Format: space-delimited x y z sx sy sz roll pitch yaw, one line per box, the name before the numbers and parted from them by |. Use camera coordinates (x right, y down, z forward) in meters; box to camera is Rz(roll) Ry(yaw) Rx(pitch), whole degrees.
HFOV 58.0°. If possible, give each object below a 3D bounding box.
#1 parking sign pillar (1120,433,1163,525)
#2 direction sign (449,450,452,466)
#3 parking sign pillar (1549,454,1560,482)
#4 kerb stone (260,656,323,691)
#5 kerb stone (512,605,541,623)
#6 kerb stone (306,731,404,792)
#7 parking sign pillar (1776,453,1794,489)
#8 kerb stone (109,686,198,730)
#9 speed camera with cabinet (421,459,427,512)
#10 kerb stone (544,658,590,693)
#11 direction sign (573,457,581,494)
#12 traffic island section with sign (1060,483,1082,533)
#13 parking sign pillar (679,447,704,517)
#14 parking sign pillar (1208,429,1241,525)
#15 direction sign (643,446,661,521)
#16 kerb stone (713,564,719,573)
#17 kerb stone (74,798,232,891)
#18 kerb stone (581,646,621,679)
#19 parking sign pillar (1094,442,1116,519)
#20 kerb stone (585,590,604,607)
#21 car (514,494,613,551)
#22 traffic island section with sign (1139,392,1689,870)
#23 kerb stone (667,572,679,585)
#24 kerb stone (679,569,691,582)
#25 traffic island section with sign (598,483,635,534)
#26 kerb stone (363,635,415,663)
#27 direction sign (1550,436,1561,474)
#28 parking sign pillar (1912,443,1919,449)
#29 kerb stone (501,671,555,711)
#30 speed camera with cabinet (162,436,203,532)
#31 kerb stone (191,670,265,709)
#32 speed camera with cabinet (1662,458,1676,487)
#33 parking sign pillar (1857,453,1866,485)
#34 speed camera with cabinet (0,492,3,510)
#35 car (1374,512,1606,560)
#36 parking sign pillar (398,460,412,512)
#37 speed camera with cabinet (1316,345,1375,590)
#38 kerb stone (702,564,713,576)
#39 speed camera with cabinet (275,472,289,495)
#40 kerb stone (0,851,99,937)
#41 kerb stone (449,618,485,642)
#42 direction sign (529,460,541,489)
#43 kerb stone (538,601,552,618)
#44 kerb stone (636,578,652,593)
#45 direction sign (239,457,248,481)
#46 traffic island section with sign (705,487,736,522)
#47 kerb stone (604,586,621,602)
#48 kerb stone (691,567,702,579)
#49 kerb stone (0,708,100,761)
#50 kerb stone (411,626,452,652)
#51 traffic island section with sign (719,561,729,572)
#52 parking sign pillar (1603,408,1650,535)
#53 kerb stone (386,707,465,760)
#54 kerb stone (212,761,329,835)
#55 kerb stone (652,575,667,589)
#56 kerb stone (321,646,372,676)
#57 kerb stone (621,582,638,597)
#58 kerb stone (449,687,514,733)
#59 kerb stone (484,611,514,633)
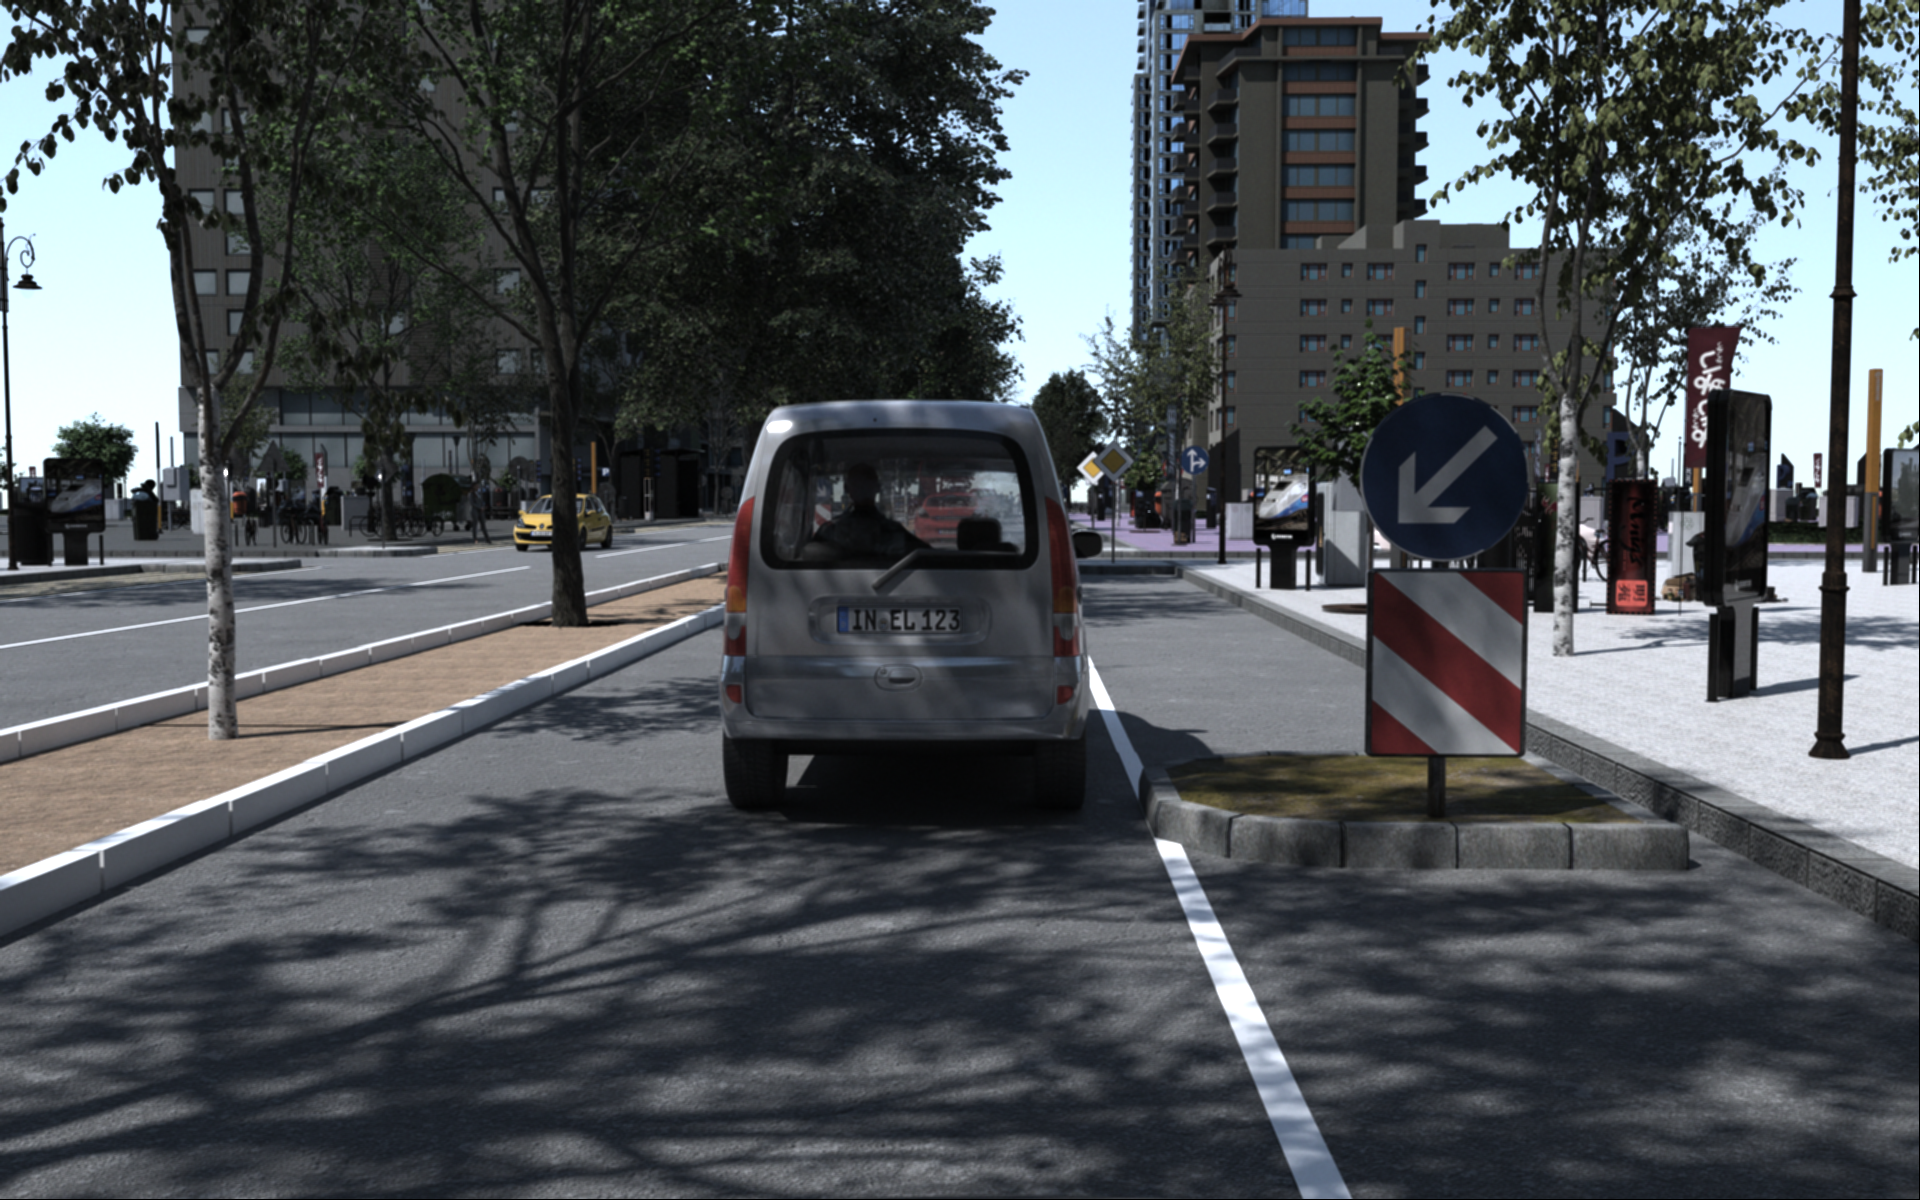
parking sign pillar | 7.806 -5.161 72.853 1.447 3.967 1.447 2 4 28
direction sign | -26.454 -5.992 89.966 0.379 3.537 0.876 -1 4 -23
parking sign pillar | 38.261 -7.506 111.198 1.447 3.967 1.447 -2 4 -23
kerb stone | -5.051 0.564 12.975 0.120 0.150 1.000 0 4 2
kerb stone | -4.857 0.188 19.129 0.120 0.150 1.000 0 4 2
kerb stone | -3.075 0.819 8.798 0.120 0.150 1.000 0 4 2
parking sign pillar | 54.138 -7.657 113.660 1.447 3.967 1.447 0 4 -4
kerb stone | -5.115 0.690 10.917 0.120 0.150 1.000 0 4 2
speed camera with cabinet | -29.984 -6.323 97.721 0.660 3.252 2.038 -1 4 -22
kerb stone | -2.955 0.570 12.886 0.120 0.150 1.000 0 4 2
direction sign | -23.258 -6.914 105.042 0.876 3.537 0.379 3 4 37
traffic island section with sign | 3.437 -3.298 62.553 1.989 1.847 2.006 0 4 2
parking sign pillar | -15.125 -6.649 97.190 1.447 3.967 1.447 0 4 -6
parking sign pillar | 10.950 -5.091 71.716 1.447 3.967 1.447 2 4 25
direction sign | -14.692 -5.546 82.666 0.876 3.537 0.379 -2 4 -35
kerb stone | -4.498 -0.564 31.424 0.120 0.150 1.000 0 4 2
kerb stone | -3.133 0.945 6.750 0.120 0.150 1.000 0 4 2
kerb stone | -2.914 0.509 13.913 0.120 0.150 1.000 0 4 2
parking sign pillar | 7.721 -6.247 90.606 1.447 3.967 1.447 3 5 40
kerb stone | -4.776 -0.001 22.211 0.120 0.150 1.000 0 4 2
car | -10.223 -2.109 44.700 2.015 1.641 3.980 0 4 3
traffic island section with sign | 1.814 0.065 7.563 1.989 1.847 2.006 0 4 2
kerb stone | -4.625 -0.314 27.336 0.120 0.150 1.000 0 4 2
kerb stone | -4.592 -0.377 28.358 0.120 0.150 1.000 0 4 2
traffic island section with sign | -12.918 -3.325 62.999 1.989 1.847 2.006 0 4 2
kerb stone | -4.982 0.439 15.024 0.120 0.150 1.000 0 4 2
direction sign | 23.408 -4.623 67.576 0.379 3.537 0.876 -3 5 -40
parking sign pillar | 40.274 -5.142 72.548 1.447 3.967 1.447 -1 4 -8
kerb stone | -2.987 0.632 11.864 0.120 0.150 1.000 0 4 2
speed camera with cabinet | -26.268 -3.978 59.379 2.038 3.252 0.660 1 4 13
kerb stone | -5.082 0.627 11.939 0.120 0.150 1.000 0 4 2
speed camera with cabinet | 38.991 -6.202 95.735 0.660 3.252 2.038 1 4 9
parking sign pillar | 51.014 -6.660 97.368 1.447 3.967 1.447 0 4 -6
speed camera with cabinet | -64.702 -7.368 114.799 0.660 3.252 2.038 3 5 40
car | 10.771 -1.422 35.615 4.827 1.381 2.083 0 4 2
parking sign pillar | -36.382 -7.671 113.890 1.447 3.967 1.447 -2 4 -30
speed camera with cabinet | 5.329 -1.803 23.820 0.660 3.252 2.038 0 4 4
kerb stone | -4.528 -0.501 30.401 0.120 0.150 1.000 0 4 2
speed camera with cabinet | -42.193 -7.011 108.972 0.660 3.252 2.038 1 4 16
kerb stone | -3.162 1.008 5.720 0.120 0.150 1.000 0 4 2
kerb stone | -4.922 0.313 17.080 0.120 0.150 1.000 0 4 2
direction sign | -28.262 -7.536 115.203 0.876 3.537 0.379 1 4 13
kerb stone | -4.841 0.125 20.158 0.120 0.150 1.000 0 4 2
kerb stone | -4.693 -0.189 25.289 0.120 0.150 1.000 0 4 2
direction sign | -43.361 -6.903 104.863 0.876 3.537 0.379 2 4 31
traffic island section with sign | -12.119 -4.973 89.942 1.989 1.847 2.006 0 4 2
kerb stone | -4.750 -0.058 23.234 0.120 0.150 1.000 0 4 2
kerb stone | -4.561 -0.437 29.380 0.120 0.150 1.000 0 4 2
kerb stone | -5.139 0.752 9.895 0.120 0.150 1.000 0 4 2
kerb stone | -4.957 0.377 16.052 0.120 0.150 1.000 0 4 2
traffic island section with sign | -3.426 -1.501 32.673 2.006 1.907 1.989 0 4 2
parking sign pillar | 20.779 -4.006 53.968 1.447 3.967 1.447 -2 4 -31
kerb stone | -3.040 0.757 9.820 0.120 0.150 1.000 0 4 2
kerb stone | -3.099 0.886 7.772 0.120 0.150 1.000 0 4 2
kerb stone | -4.653 -0.252 26.311 0.120 0.150 1.000 0 4 2
kerb stone | -5.020 0.510 13.998 0.120 0.150 1.000 0 4 2
kerb stone | -4.715 -0.122 24.260 0.120 0.150 1.000 0 4 2
kerb stone | -3.011 0.695 10.842 0.120 0.150 1.000 0 4 2
kerb stone | -4.894 0.252 18.107 0.120 0.150 1.000 0 4 2
